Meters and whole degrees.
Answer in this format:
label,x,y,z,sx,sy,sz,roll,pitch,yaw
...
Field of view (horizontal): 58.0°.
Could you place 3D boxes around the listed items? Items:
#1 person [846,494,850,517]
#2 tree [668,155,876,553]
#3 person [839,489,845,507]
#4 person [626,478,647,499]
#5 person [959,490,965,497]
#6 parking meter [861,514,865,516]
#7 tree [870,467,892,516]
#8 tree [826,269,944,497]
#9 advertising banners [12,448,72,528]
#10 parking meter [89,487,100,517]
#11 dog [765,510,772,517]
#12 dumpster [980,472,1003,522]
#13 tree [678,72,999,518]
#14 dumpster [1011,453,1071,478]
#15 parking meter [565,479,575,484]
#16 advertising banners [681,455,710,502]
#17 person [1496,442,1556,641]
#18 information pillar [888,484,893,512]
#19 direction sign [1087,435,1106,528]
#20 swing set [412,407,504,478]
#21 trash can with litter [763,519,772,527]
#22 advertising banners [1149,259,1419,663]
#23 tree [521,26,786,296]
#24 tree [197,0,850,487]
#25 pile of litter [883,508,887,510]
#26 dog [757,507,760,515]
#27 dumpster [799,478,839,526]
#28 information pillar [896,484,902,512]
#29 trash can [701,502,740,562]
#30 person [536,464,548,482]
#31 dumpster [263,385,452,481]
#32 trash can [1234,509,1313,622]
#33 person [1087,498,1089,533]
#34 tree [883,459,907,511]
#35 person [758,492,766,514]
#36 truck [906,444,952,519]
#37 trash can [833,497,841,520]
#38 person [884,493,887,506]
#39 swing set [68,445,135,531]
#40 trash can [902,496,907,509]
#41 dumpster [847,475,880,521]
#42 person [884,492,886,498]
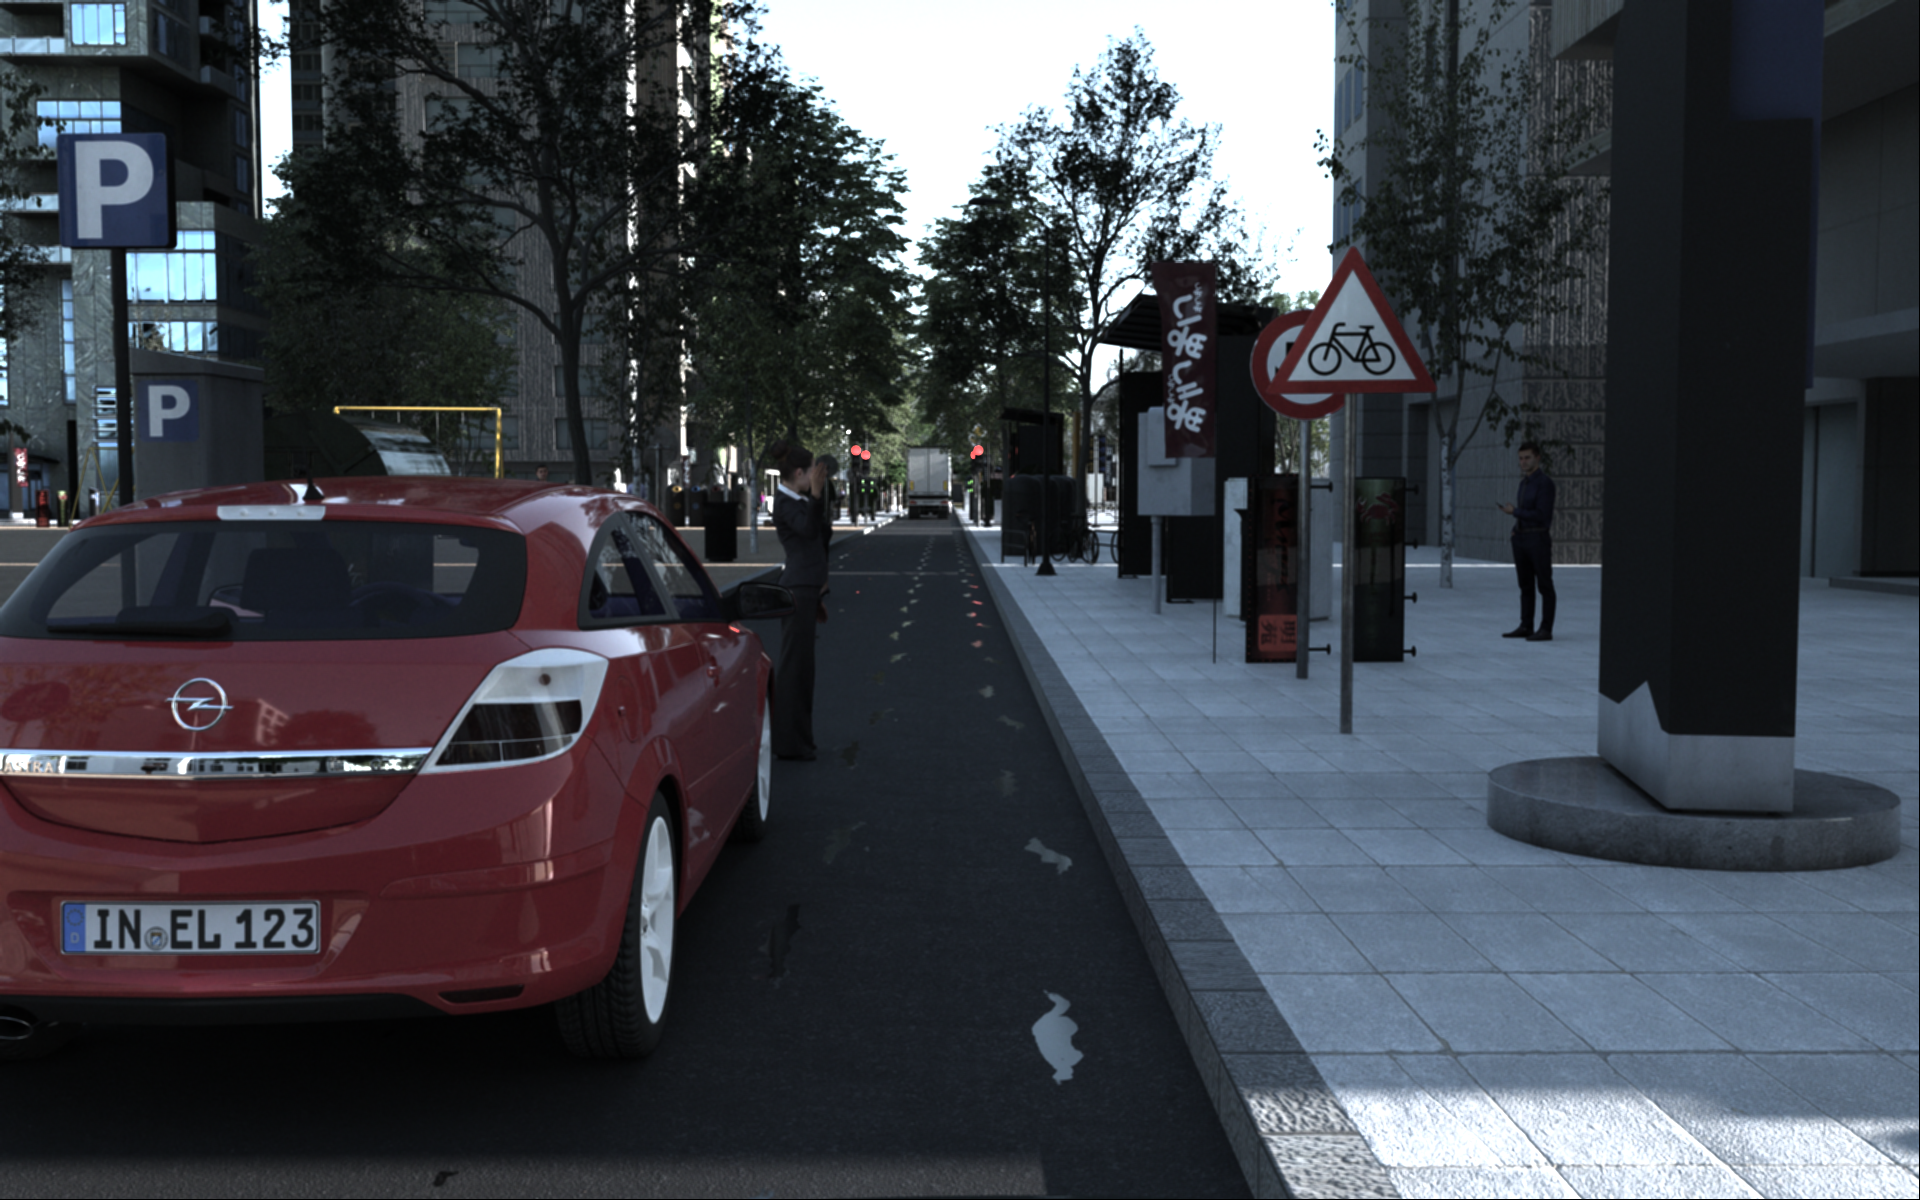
label,x,y,z,sx,sy,sz,roll,pitch,yaw
person,-6.134,-5.306,96.710,0.435,1.345,0.340,-2,4,-25
tree,-4.273,-5.334,37.577,4.737,8.622,4.395,0,3,0
person,-11.831,-10.240,173.336,0.709,1.838,0.599,0,4,5
person,-9.101,-2.613,48.634,0.709,1.838,0.599,-1,4,-17
person,0.529,-12.844,216.179,1.348,1.807,0.705,-1,4,-10
parking meter,-5.709,-5.837,101.144,0.255,1.863,0.399,-1,4,-9
tree,-5.111,-6.678,103.788,1.663,3.219,1.824,0,3,0
tree,-4.262,-17.623,144.028,12.611,20.169,13.585,0,3,0
advertising banners,-35.004,-4.275,66.078,0.090,3.025,2.074,3,5,40
parking meter,-33.009,-3.526,66.058,0.372,1.533,0.369,0,3,0
dog,-10.682,-4.913,98.063,0.550,0.427,0.748,-2,4,-32
dumpster,1.650,-4.617,77.984,1.502,2.255,1.985,0,4,0
tree,-4.323,-7.905,47.368,7.486,12.596,7.792,0,3,0
dumpster,1.870,-2.402,41.766,1.502,2.255,1.985,0,4,0
parking meter,-14.976,-3.725,66.623,0.399,1.863,0.255,-3,5,-43
advertising banners,-11.498,-4.914,76.538,2.074,3.025,0.090,2,4,31
person,4.992,-0.523,15.299,0.504,1.737,0.576,-1,4,-21
information pillar,-5.064,-7.486,126.885,0.304,2.012,0.304,1,4,14
direction sign,5.199,-4.535,66.139,0.876,3.537,0.379,3,4,36
swing set,-9.653,-2.061,31.321,3.119,2.851,2.862,-1,4,-10
trash can with litter,-7.186,-3.412,67.179,1.055,1.170,0.624,0,4,-2
advertising banners,2.441,-1.033,13.080,2.074,3.025,0.090,0,4,-5
tree,-5.109,-4.770,28.357,4.360,8.622,3.978,0,3,0
tree,-4.742,-5.262,20.451,7.601,10.594,8.767,0,4,6
pile of litter,-6.552,-7.914,143.355,1.176,0.858,1.719,1,4,18
dog,-12.562,-5.472,106.300,0.540,0.507,0.406,-1,4,-21
dumpster,-4.763,-3.320,56.779,1.502,2.255,1.985,0,4,0
information pillar,-4.393,-7.345,124.587,0.304,2.012,0.304,2,4,31
trash can,-4.525,-1.291,32.757,0.748,1.137,0.748,0,3,0
person,-6.465,-1.258,27.146,0.617,1.759,0.750,-3,4,-39
dumpster,-5.496,-0.787,15.363,1.502,2.255,1.985,0,4,-1
trash can,3.010,-0.308,16.689,0.748,1.137,0.748,0,3,0
person,3.950,-2.852,55.360,0.574,1.496,0.600,2,4,32
tree,-5.306,-9.158,133.441,4.285,4.588,4.351,0,3,0
person,-12.458,-6.110,109.179,0.726,1.435,0.776,-1,4,-15
truck,-1.844,-6.968,102.835,2.839,4.237,11.283,0,4,-1
trash can,-6.214,-4.530,85.716,0.748,1.137,0.748,0,3,0
person,-8.074,-10.797,183.391,1.217,1.723,0.721,0,4,-6
swing set,-28.249,-3.770,59.261,2.862,2.851,3.119,2,4,31
trash can,-4.901,-8.405,149.077,0.748,1.137,0.748,0,3,0
dumpster,-4.609,-4.886,82.373,1.502,2.255,1.985,0,4,0
person,-7.018,-9.145,155.508,0.705,1.831,1.348,-3,5,-41
